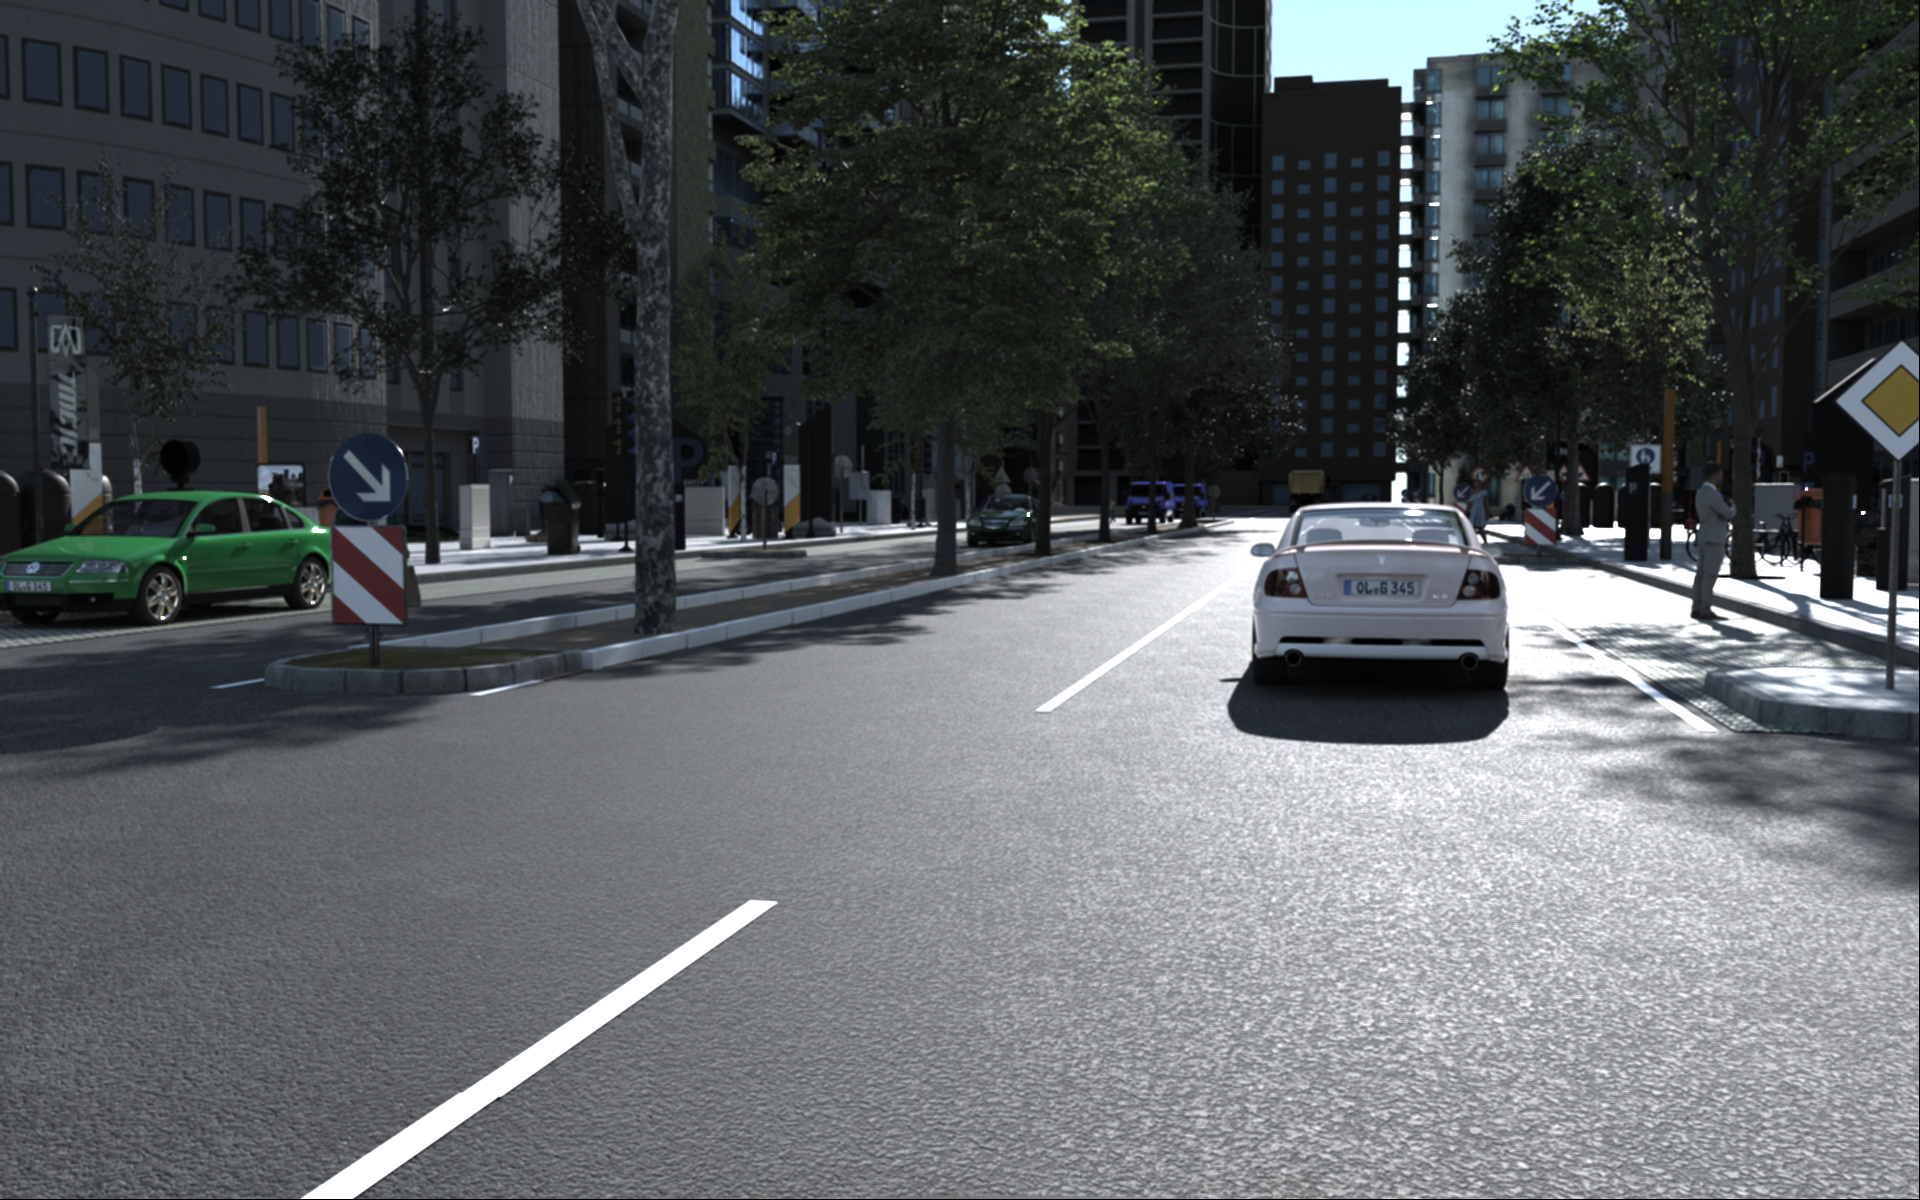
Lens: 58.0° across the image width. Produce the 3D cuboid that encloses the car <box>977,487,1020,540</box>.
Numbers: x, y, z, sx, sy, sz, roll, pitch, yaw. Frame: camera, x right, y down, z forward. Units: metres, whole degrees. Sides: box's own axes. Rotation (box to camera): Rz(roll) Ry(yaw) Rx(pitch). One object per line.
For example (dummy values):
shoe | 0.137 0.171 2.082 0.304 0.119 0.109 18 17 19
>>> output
car | 1.611 -2.743 54.640 2.009 1.686 4.222 1 4 12

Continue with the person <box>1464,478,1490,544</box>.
person | 12.423 -2.021 41.634 0.778 1.811 0.616 -3 5 -44

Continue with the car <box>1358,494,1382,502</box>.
car | 35.336 -8.531 149.270 2.009 1.686 4.222 1 4 13

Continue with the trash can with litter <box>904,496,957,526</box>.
trash can with litter | -1.278 -3.550 69.107 2.233 1.210 1.678 1 4 11

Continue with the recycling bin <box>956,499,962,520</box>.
recycling bin | -0.310 -4.455 85.389 0.722 1.027 0.722 1 4 8

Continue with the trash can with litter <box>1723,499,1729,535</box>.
trash can with litter | 18.979 -1.963 43.481 0.624 1.170 1.055 2 4 25

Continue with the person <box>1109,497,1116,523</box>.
person | 7.513 -4.442 85.373 0.306 1.304 0.590 3 5 41

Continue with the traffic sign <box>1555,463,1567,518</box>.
traffic sign | 25.139 -4.414 72.169 0.884 2.594 0.081 1 4 17

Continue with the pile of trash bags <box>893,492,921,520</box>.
pile of trash bags | -2.380 -4.656 85.882 1.912 1.369 3.447 1 4 13

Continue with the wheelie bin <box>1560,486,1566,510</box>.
wheelie bin | 24.492 -3.759 69.364 0.980 1.594 0.693 0 4 4

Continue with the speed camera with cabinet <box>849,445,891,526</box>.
speed camera with cabinet | -3.667 -4.677 70.811 0.660 3.252 2.038 3 4 37

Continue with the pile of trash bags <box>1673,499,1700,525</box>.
pile of trash bags | 31.571 -3.859 72.844 3.447 1.369 1.912 2 4 34

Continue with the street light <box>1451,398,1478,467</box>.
street light | 24.218 -6.759 83.055 1.470 5.913 1.316 1 4 13

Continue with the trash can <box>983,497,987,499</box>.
trash can | 1.478 -4.344 82.676 0.748 1.137 0.748 0 3 0

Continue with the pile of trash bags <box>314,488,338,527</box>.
pile of trash bags | -11.247 -1.076 27.352 3.447 1.369 1.912 0 4 -1

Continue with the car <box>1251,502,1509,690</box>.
car | 3.408 -0.113 14.211 2.083 1.381 4.827 1 4 12

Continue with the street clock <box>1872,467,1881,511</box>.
street clock | 24.355 -2.536 46.033 0.358 2.002 0.471 -1 4 -17

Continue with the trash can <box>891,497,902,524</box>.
trash can | -2.882 -3.875 75.011 0.748 1.137 0.748 0 3 0

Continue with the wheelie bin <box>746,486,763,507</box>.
wheelie bin | -8.083 -3.660 67.744 0.693 1.594 0.980 -3 5 -40

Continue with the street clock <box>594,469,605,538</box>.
street clock | -10.524 -2.821 50.694 0.358 2.002 0.471 -1 4 -9

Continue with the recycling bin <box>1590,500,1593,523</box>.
recycling bin | 27.188 -3.865 75.753 0.722 1.027 0.722 -2 4 -28

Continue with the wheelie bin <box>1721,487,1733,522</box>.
wheelie bin | 35.339 -4.408 79.985 0.980 1.594 0.693 -3 5 -43

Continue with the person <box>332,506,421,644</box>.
person | -5.453 -0.476 16.264 0.794 1.824 0.713 -2 4 -35

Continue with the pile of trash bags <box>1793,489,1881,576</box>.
pile of trash bags | 14.730 -1.082 27.443 1.912 1.369 3.447 -2 4 -25

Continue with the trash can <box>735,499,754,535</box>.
trash can | -6.829 -2.627 54.611 0.748 1.137 0.748 0 3 0

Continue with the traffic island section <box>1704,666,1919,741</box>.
traffic island section | 6.140 0.665 11.405 2.009 0.180 2.903 1 4 13

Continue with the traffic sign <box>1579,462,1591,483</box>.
traffic sign | 25.328 -4.332 70.824 0.884 2.594 0.081 1 4 15

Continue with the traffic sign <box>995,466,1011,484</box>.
traffic sign | 1.907 -4.882 79.824 0.884 2.594 0.081 1 4 14

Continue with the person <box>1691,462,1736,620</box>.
person | 8.620 -0.677 19.742 0.466 1.800 0.511 -1 4 -9

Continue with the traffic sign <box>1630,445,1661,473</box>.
traffic sign | 14.129 -2.057 35.755 0.606 2.300 0.079 1 4 18

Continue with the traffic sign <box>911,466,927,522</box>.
traffic sign | -1.912 -4.865 79.653 0.768 2.556 0.104 1 4 17

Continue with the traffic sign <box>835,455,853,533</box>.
traffic sign | -3.893 -3.467 56.792 0.768 2.556 0.104 1 4 17

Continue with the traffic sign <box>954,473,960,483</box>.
traffic sign | -0.437 -5.058 82.694 0.884 2.594 0.081 1 4 17

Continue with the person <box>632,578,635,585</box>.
person | -4.557 -1.002 25.554 0.598 1.740 0.731 -2 4 -31

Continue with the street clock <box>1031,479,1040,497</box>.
street clock | 3.625 -4.789 82.871 0.471 2.002 0.358 0 4 7

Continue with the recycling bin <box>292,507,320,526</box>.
recycling bin | -12.531 -1.249 32.974 0.722 1.027 0.722 2 4 34

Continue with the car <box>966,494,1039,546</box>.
car | 1.410 -2.277 49.029 2.131 1.459 4.920 1 4 12

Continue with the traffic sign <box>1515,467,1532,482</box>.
traffic sign | 23.918 -4.477 73.209 0.884 2.594 0.081 1 4 18

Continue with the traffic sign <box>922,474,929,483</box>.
traffic sign | -1.817 -4.980 81.524 0.768 2.556 0.104 1 4 16

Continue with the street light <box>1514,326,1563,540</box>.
street light | 16.024 -4.616 48.008 1.470 5.913 1.316 1 4 13

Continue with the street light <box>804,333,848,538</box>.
street light | -3.819 -4.747 50.147 1.470 5.913 1.316 1 4 13

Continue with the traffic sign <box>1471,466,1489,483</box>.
traffic sign | 23.900 -4.867 79.685 0.768 2.556 0.104 1 4 17

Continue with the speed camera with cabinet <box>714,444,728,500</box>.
speed camera with cabinet | -9.745 -4.566 68.983 0.660 3.252 2.038 -3 4 -37

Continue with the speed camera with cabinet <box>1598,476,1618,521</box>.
speed camera with cabinet | 30.945 -5.414 82.860 2.038 3.252 0.660 0 4 3

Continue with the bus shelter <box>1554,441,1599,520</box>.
bus shelter | 27.994 -5.384 79.319 1.731 3.624 6.357 1 4 13

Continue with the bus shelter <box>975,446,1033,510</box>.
bus shelter | 2.251 -5.840 86.768 1.731 3.624 6.357 1 4 13

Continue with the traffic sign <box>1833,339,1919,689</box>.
traffic sign | 6.116 -0.470 11.333 0.795 2.450 0.064 1 4 13

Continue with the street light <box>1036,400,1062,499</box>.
street light | 4.307 -6.864 84.766 1.470 5.913 1.316 1 4 13

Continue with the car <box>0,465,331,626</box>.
car | -9.157 -0.701 20.255 1.959 1.807 4.718 1 4 13

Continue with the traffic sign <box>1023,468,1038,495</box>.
traffic sign | 3.414 -5.139 84.130 0.768 2.556 0.104 1 4 22

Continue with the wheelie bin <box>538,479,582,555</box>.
wheelie bin | -8.470 -1.765 36.766 0.693 1.594 0.980 0 4 7

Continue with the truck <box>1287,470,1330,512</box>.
truck | 28.022 -8.799 139.779 3.469 3.379 9.791 1 4 13

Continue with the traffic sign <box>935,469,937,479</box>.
traffic sign | -0.828 -4.911 80.408 0.768 2.556 0.104 1 4 17
